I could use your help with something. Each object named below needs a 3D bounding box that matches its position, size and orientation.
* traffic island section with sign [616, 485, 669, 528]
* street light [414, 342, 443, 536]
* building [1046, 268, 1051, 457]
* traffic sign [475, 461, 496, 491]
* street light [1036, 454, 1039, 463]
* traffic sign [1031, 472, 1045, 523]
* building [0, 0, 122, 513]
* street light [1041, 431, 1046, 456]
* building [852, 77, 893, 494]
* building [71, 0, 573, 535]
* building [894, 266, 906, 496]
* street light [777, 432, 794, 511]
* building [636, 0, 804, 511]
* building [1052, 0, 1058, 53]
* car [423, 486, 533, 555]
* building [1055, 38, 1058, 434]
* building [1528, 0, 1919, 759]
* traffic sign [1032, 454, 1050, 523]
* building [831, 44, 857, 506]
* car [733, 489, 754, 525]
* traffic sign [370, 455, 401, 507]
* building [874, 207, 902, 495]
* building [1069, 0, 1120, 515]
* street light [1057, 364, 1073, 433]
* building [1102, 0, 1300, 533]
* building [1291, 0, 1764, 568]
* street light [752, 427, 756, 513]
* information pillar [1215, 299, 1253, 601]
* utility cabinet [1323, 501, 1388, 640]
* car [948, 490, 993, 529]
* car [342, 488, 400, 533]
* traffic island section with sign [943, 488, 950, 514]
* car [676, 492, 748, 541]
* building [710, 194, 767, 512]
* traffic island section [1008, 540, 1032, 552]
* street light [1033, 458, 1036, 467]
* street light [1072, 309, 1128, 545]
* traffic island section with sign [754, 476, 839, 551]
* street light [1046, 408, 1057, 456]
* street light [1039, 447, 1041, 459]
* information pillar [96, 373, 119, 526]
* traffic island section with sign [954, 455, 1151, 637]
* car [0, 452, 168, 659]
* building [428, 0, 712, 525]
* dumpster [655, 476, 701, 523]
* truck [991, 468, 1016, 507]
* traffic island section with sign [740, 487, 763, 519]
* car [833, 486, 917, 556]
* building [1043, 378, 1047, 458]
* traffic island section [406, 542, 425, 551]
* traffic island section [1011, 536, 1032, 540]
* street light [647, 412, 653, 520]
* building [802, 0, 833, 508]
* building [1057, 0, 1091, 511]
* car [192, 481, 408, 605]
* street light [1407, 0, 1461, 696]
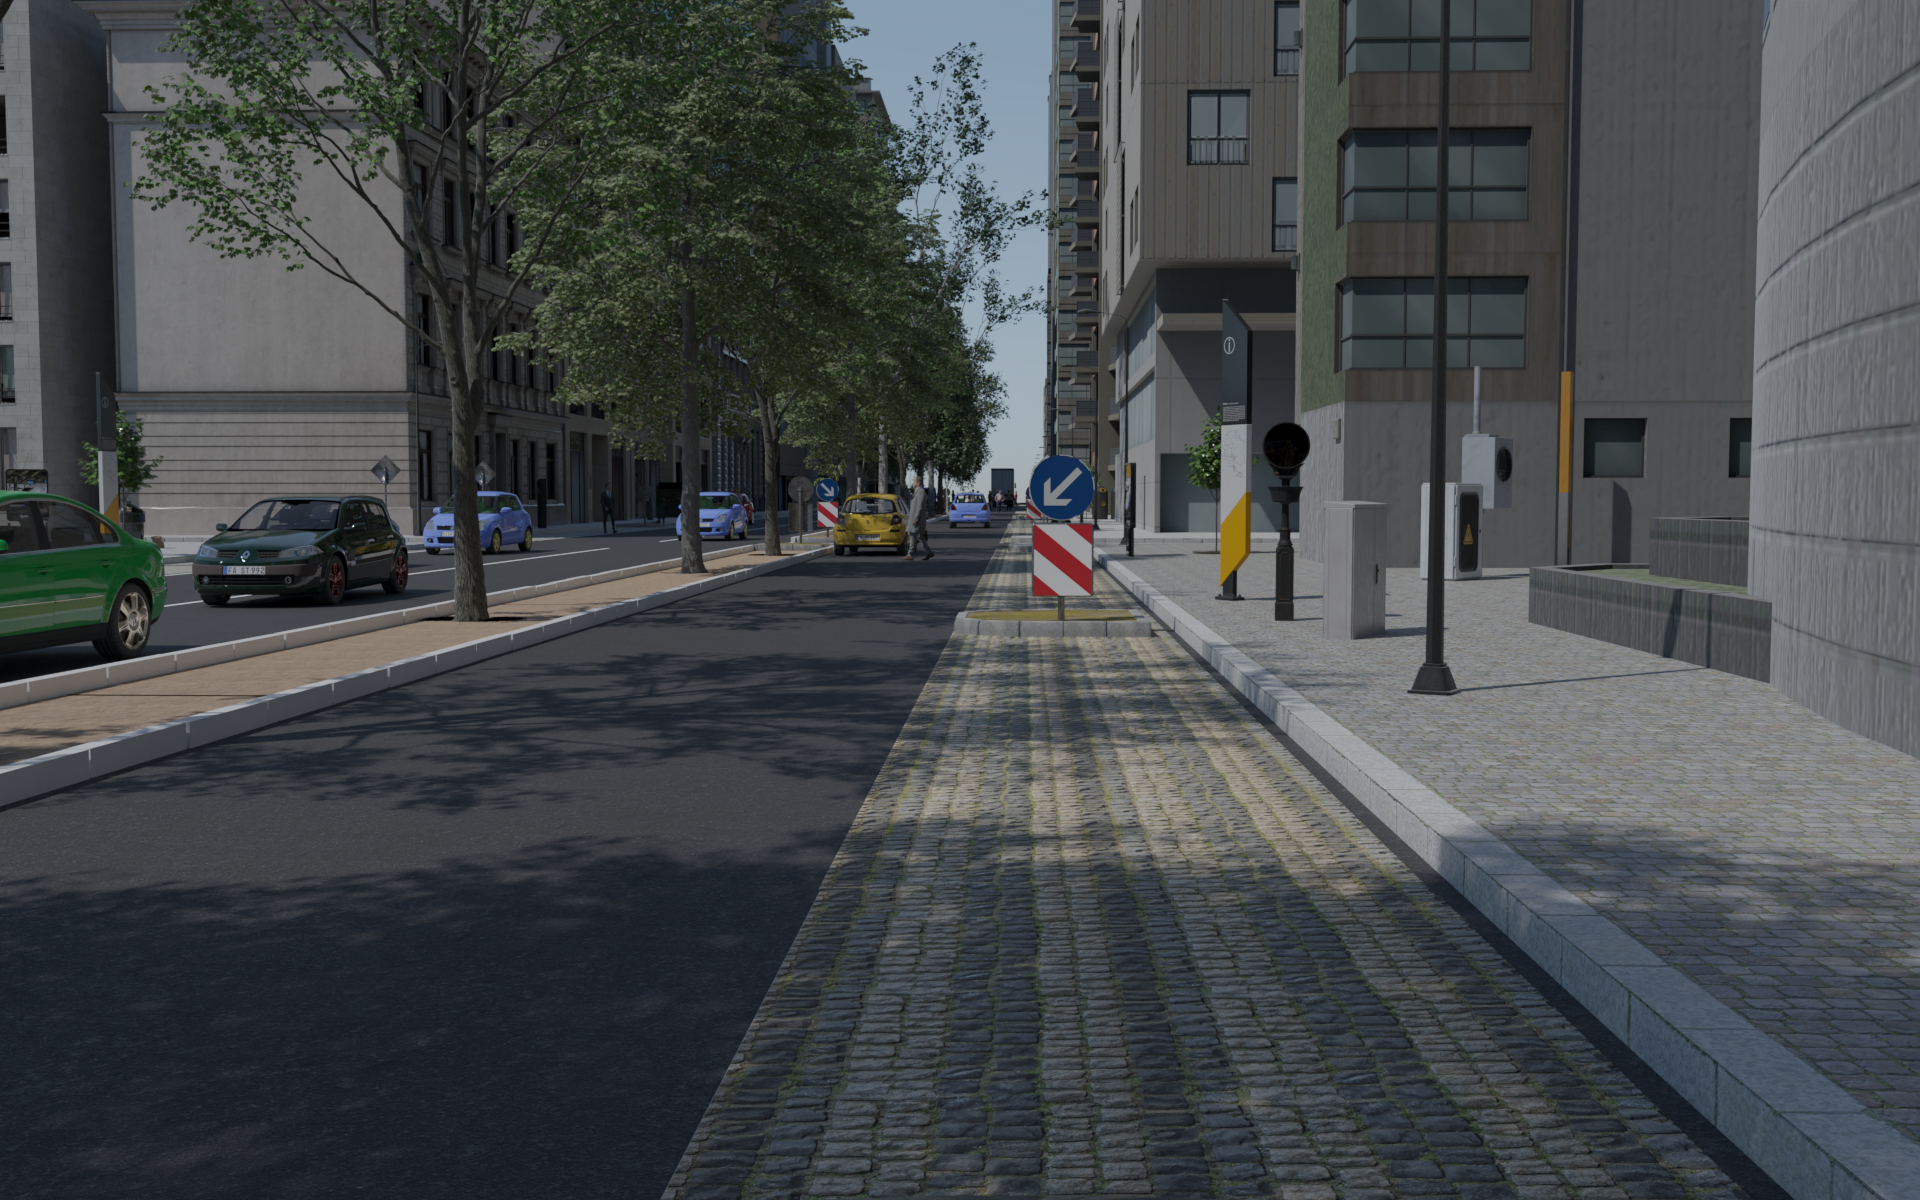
[{"bbox_3d":[-13.626,-4.033,74.569,1.989,1.847,2.006,0,4,2],"label":"traffic island section with sign"},{"bbox_3d":[-15.895,-4.890,52.496,1.470,5.913,1.316,0,4,2],"label":"street light"},{"bbox_3d":[18.095,-27.522,221.687,14.160,30.474,14.107,0,4,2],"label":"building"},{"bbox_3d":[-14.425,-2.983,52.409,0.795,2.450,0.064,0,4,2],"label":"traffic sign"},{"bbox_3d":[8.456,-12.099,170.355,1.470,5.913,1.316,0,4,2],"label":"street light"},{"bbox_3d":[2.507,-2.943,51.755,0.795,2.450,0.064,0,4,2],"label":"traffic sign"},{"bbox_3d":[-36.020,-12.406,57.590,16.860,20.320,10.420,0,4,2],"label":"building"},{"bbox_3d":[6.850,-9.432,126.755,1.470,5.913,1.316,0,4,2],"label":"street light"},{"bbox_3d":[-23.494,-38.850,224.439,28.713,52.752,27.495,0,4,2],"label":"building"},{"bbox_3d":[-21.319,-12.092,62.331,10.561,19.102,19.286,0,4,2],"label":"building"},{"bbox_3d":[-16.105,-36.213,275.684,14.154,41.232,14.086,0,4,2],"label":"building"},{"bbox_3d":[-12.976,-9.556,128.783,1.470,5.913,1.316,0,4,2],"label":"street light"},{"bbox_3d":[-19.945,-29.613,134.291,14.600,45.320,14.200,0,4,2],"label":"building"},{"bbox_3d":[20.396,-39.475,187.408,21.231,58.520,28.212,0,4,2],"label":"building"},{"bbox_3d":[-11.708,-1.990,42.121,1.945,1.707,3.694,0,4,4],"label":"car"},{"bbox_3d":[19.983,-32.954,158.413,23.786,49.044,30.456,0,4,2],"label":"building"},{"bbox_3d":[14.899,-28.269,4.205,21.231,58.520,28.212,0,4,2],"label":"building"},{"bbox_3d":[2.207,-2.455,43.775,0.795,2.450,0.064,0,4,2],"label":"traffic sign"},{"bbox_3d":[-22.423,-34.074,180.815,21.300,48.544,21.600,0,4,2],"label":"building"},{"bbox_3d":[-10.602,-4.306,79.450,2.155,1.783,4.494,0,4,3],"label":"car"},{"bbox_3d":[-14.725,-2.495,44.429,0.795,2.450,0.064,0,4,2],"label":"traffic sign"},{"bbox_3d":[-19.882,-36.625,253.448,22.147,44.769,28.867,0,4,2],"label":"building"},{"bbox_3d":[18.284,-27.935,111.369,22.147,44.769,28.867,0,4,2],"label":"building"},{"bbox_3d":[4.319,-5.464,61.873,1.470,5.913,1.316,0,4,2],"label":"street light"},{"bbox_3d":[19.064,-29.165,66.085,27.495,52.752,28.713,0,4,2],"label":"building"},{"bbox_3d":[13.913,-16.149,35.737,14.160,30.474,14.107,0,4,2],"label":"building"},{"bbox_3d":[-13.457,-8.828,116.884,1.470,5.913,1.316,0,4,2],"label":"street light"},{"bbox_3d":[3.302,-1.798,20.757,0.183,3.616,0.504,-2,4,-30],"label":"information pillar"},{"bbox_3d":[3.589,-0.277,15.689,0.306,1.237,1.020,2,4,30],"label":"utility cabinet"},{"bbox_3d":[0.431,-3.900,73.362,1.945,1.707,3.694,0,4,2],"label":"car"},{"bbox_3d":[-12.050,-1.418,32.979,2.009,1.686,4.222,0,4,1],"label":"car"},{"bbox_3d":[-1.064,-7.259,126.818,2.006,1.907,1.989,0,4,2],"label":"traffic island section with sign"},{"bbox_3d":[-7.720,-2.717,54.011,1.945,1.707,3.694,0,4,3],"label":"car"},{"bbox_3d":[-19.547,-17.652,117.488,11.050,23.489,19.941,0,4,2],"label":"building"},{"bbox_3d":[2.231,-1.319,43.852,2.009,0.180,2.903,0,4,2],"label":"traffic island section"},{"bbox_3d":[9.615,-14.079,202.734,1.470,5.913,1.316,0,4,2],"label":"street light"},{"bbox_3d":[3.656,-4.350,43.669,1.470,5.913,1.316,0,4,2],"label":"street light"},{"bbox_3d":[-4.163,-2.214,44.330,2.006,1.907,1.989,0,4,2],"label":"traffic island section with sign"},{"bbox_3d":[5.577,-7.433,94.066,1.470,5.913,1.316,0,4,2],"label":"street light"},{"bbox_3d":[7.230,-10.130,138.161,1.470,5.913,1.316,0,4,2],"label":"street light"},{"bbox_3d":[-16.617,-2.594,33.763,0.183,3.616,0.504,0,4,8],"label":"information pillar"},{"bbox_3d":[0.948,-0.585,18.185,1.989,1.847,2.006,0,4,2],"label":"traffic island section with sign"},{"bbox_3d":[-8.120,-0.301,13.721,1.959,1.807,4.718,0,4,2],"label":"car"},{"bbox_3d":[-25.476,-17.415,89.248,19.350,26.468,34.151,0,4,2],"label":"building"},{"bbox_3d":[-13.191,-4.654,81.045,1.985,2.255,1.502,0,4,3],"label":"dumpster"},{"bbox_3d":[4.798,-12.474,192.864,2.839,4.237,11.283,0,4,2],"label":"truck"},{"bbox_3d":[-12.612,-5.681,101.505,1.989,1.847,2.006,0,4,2],"label":"traffic island section with sign"},{"bbox_3d":[-1.987,-1.923,41.669,2.015,1.641,3.980,0,4,4],"label":"car"},{"bbox_3d":[27.020,-26.086,271.549,27.650,21.520,28.899,0,4,2],"label":"building"},{"bbox_3d":[-14.748,-1.358,44.492,2.009,0.180,2.903,0,4,2],"label":"traffic island section"},{"bbox_3d":[2.531,-1.807,51.831,2.009,0.180,2.903,0,4,2],"label":"traffic island section"},{"bbox_3d":[-14.642,-6.859,84.689,1.470,5.913,1.316,0,4,2],"label":"street light"},{"bbox_3d":[-23.496,-37.505,155.202,21.231,58.520,28.212,0,4,2],"label":"building"},{"bbox_3d":[14.656,-27.686,136.266,14.154,41.232,14.086,0,4,2],"label":"building"},{"bbox_3d":[-8.920,-0.848,23.656,2.009,1.686,4.222,0,4,0],"label":"car"},{"bbox_3d":[2.521,-2.354,11.033,1.470,5.913,1.316,0,4,2],"label":"street light"}]
